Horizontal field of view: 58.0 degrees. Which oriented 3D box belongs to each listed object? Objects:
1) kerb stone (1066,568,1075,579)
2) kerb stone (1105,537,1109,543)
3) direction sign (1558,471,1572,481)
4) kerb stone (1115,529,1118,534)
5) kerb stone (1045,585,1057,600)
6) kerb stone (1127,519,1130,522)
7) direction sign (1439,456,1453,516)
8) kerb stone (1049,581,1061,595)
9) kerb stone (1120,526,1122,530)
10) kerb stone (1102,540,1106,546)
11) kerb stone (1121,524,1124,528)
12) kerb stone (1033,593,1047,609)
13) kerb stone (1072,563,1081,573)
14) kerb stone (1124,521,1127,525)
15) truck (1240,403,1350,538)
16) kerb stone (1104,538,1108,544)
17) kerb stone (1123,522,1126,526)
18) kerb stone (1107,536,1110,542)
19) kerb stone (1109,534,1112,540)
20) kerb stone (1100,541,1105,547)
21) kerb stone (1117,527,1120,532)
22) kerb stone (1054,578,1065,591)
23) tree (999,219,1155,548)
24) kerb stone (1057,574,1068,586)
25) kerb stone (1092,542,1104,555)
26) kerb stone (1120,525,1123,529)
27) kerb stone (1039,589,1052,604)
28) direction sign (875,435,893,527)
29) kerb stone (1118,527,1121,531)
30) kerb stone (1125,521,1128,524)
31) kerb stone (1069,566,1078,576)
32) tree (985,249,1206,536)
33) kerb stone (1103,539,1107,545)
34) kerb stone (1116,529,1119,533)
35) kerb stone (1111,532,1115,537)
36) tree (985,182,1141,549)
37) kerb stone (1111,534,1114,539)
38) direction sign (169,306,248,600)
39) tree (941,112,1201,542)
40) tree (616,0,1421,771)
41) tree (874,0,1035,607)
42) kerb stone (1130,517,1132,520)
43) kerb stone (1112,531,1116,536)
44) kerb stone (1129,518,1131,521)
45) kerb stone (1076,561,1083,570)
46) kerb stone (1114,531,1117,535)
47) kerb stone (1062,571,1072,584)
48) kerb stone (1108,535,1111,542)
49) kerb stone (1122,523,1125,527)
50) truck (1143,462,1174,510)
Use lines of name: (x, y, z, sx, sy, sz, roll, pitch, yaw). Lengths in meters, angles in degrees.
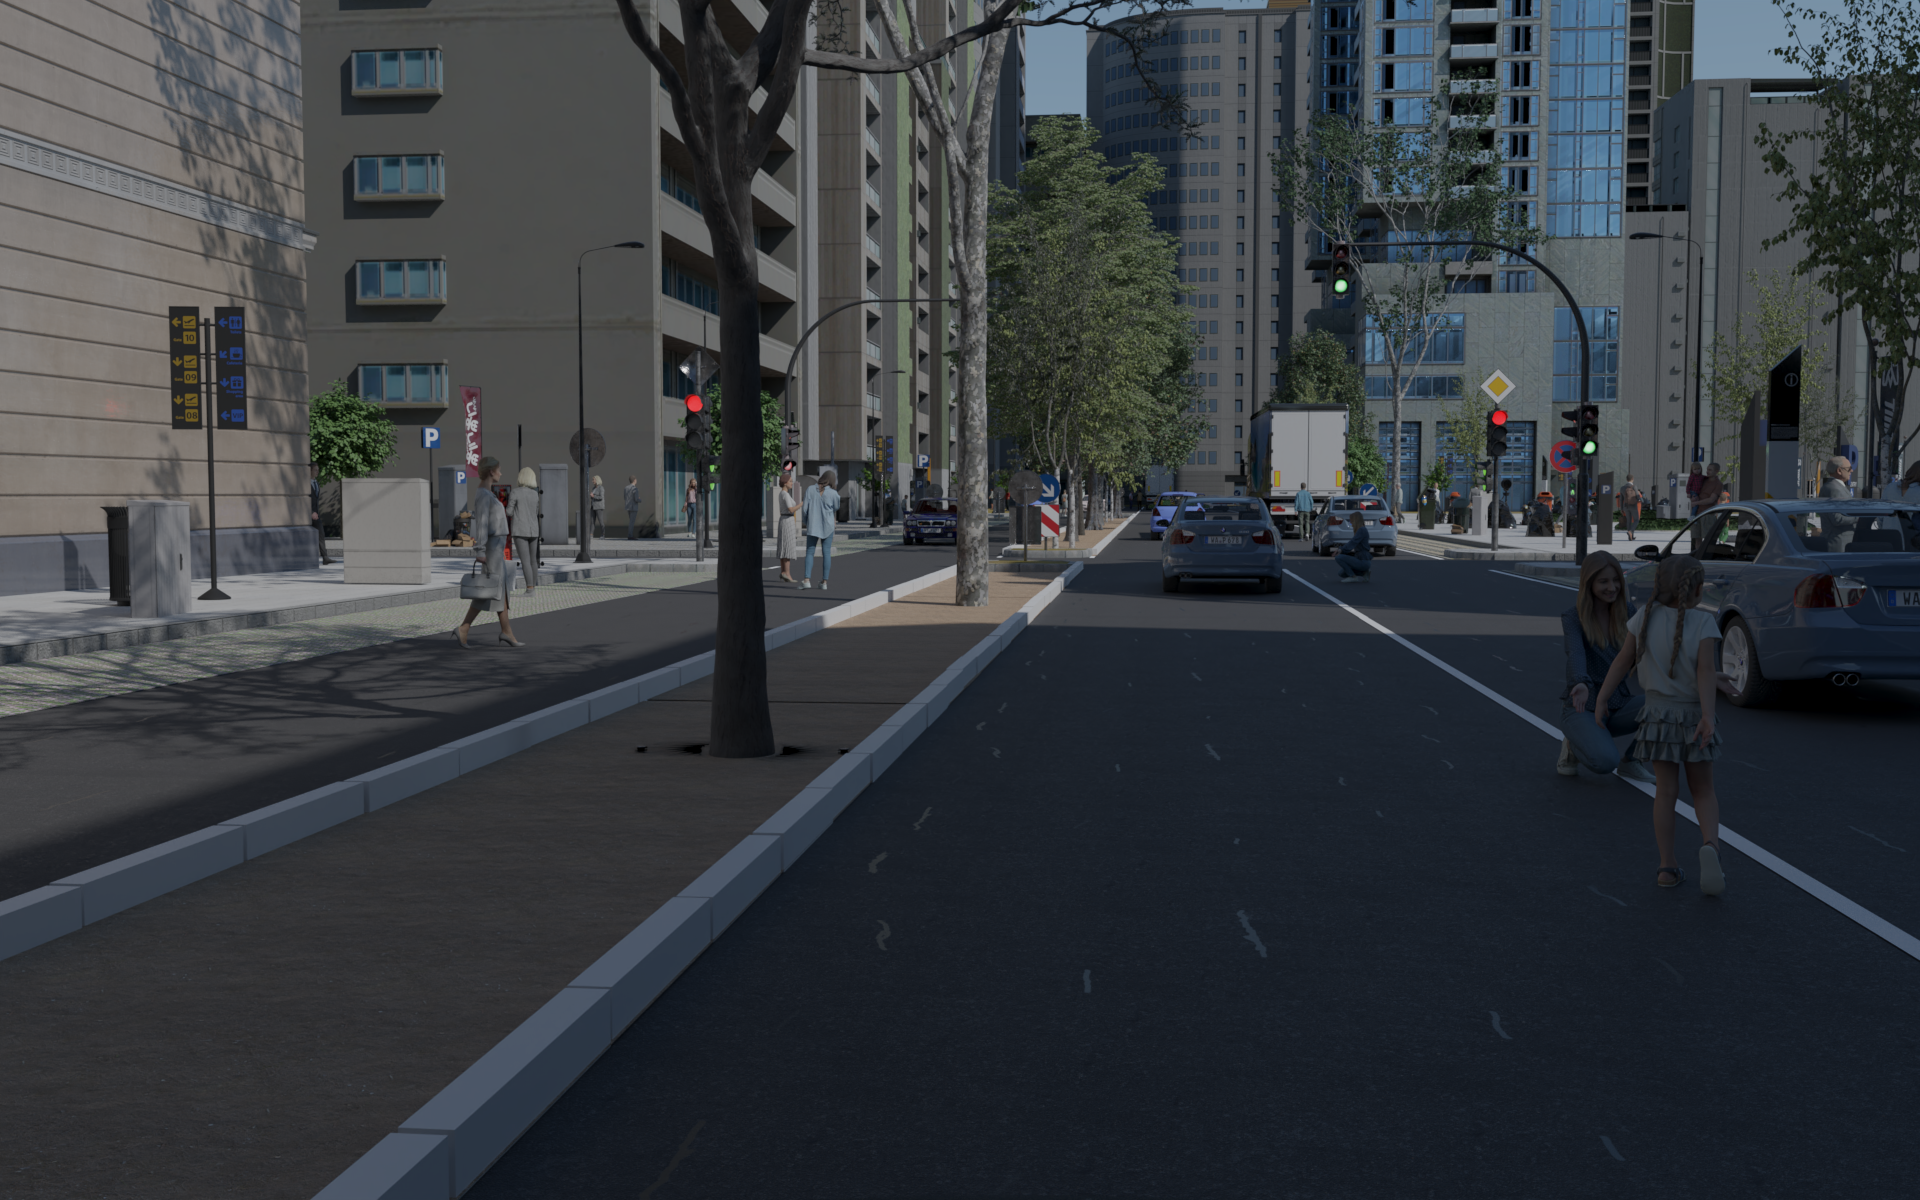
kerb stone: (1.757, -0.383, 28.452, 0.120, 0.150, 1.000, 0, 4, 6)
kerb stone: (4.019, -1.592, 48.271, 0.120, 0.150, 1.000, 0, 4, 6)
direction sign: (37.557, -7.066, 107.524, 0.876, 3.537, 0.379, 0, 4, -2)
kerb stone: (5.175, -2.217, 58.451, 0.120, 0.150, 1.000, 0, 4, 6)
kerb stone: (1.189, -0.071, 23.354, 0.120, 0.150, 1.000, 0, 4, 6)
kerb stone: (7.840, -3.648, 81.872, 0.120, 0.150, 1.000, 0, 4, 6)
direction sign: (28.825, -6.782, 102.890, 0.876, 3.537, 0.379, 0, 4, -2)
kerb stone: (1.304, -0.132, 24.375, 0.120, 0.150, 1.000, 0, 4, 6)
kerb stone: (5.870, -2.584, 64.570, 0.120, 0.150, 1.000, 0, 4, 6)
kerb stone: (3.669, -1.408, 45.214, 0.120, 0.150, 1.000, 0, 4, 6)
kerb stone: (6.226, -2.777, 67.625, 0.120, 0.150, 1.000, 0, 4, 6)
kerb stone: (0.945, 0.054, 21.318, 0.120, 0.150, 1.000, 0, 4, 6)
kerb stone: (1.995, -0.507, 30.486, 0.120, 0.150, 1.000, 0, 4, 6)
kerb stone: (7.027, -3.214, 74.749, 0.120, 0.150, 1.000, 0, 4, 6)
truck: (11.306, -4.299, 59.206, 2.839, 4.237, 11.283, 0, 4, 5)
kerb stone: (3.905, -1.531, 47.247, 0.120, 0.150, 1.000, 0, 4, 6)
kerb stone: (6.681, -3.022, 71.693, 0.120, 0.150, 1.000, 0, 4, 6)
kerb stone: (4.135, -1.657, 49.286, 0.120, 0.150, 1.000, 0, 4, 6)
kerb stone: (4.367, -1.782, 51.336, 0.120, 0.150, 1.000, 0, 4, 6)
kerb stone: (3.548, -1.344, 44.188, 0.120, 0.150, 1.000, 0, 4, 6)
kerb stone: (5.522, -2.405, 61.518, 0.120, 0.150, 1.000, 0, 4, 6)
kerb stone: (1.421, -0.193, 25.391, 0.120, 0.150, 1.000, 0, 4, 6)
tree: (2.982, -5.661, 45.383, 4.737, 8.622, 4.395, 0, 3, 0)
kerb stone: (1.523, -0.258, 26.410, 0.120, 0.150, 1.000, 0, 4, 6)
kerb stone: (3.440, -1.282, 43.163, 0.120, 0.150, 1.000, 0, 4, 6)
kerb stone: (5.988, -2.652, 65.588, 0.120, 0.150, 1.000, 0, 4, 6)
kerb stone: (1.067, -0.009, 22.340, 0.120, 0.150, 1.000, 0, 4, 6)
direction sign: (-2.928, -4.595, 67.127, 0.876, 3.537, 0.379, -3, 5, -43)
kerb stone: (5.637, -2.467, 62.534, 0.120, 0.150, 1.000, 0, 4, 6)
kerb stone: (7.151, -3.276, 75.766, 0.120, 0.150, 1.000, 0, 4, 6)
kerb stone: (1.876, -0.441, 29.468, 0.120, 0.150, 1.000, 0, 4, 6)
tree: (4.232, -7.508, 59.619, 8.767, 10.594, 7.601, 0, 4, 6)
kerb stone: (3.782, -1.470, 46.230, 0.120, 0.150, 1.000, 0, 4, 6)
kerb stone: (5.299, -2.280, 59.471, 0.120, 0.150, 1.000, 0, 4, 6)
kerb stone: (4.709, -1.966, 54.385, 0.120, 0.150, 1.000, 0, 4, 6)
tree: (2.254, -5.381, 40.796, 4.360, 8.622, 3.978, 0, 3, 0)
kerb stone: (4.492, -1.844, 52.351, 0.120, 0.150, 1.000, 0, 4, 6)
direction sign: (-9.081, -1.773, 20.986, 0.876, 3.537, 0.379, 0, 4, -5)
tree: (3.302, -8.037, 51.986, 7.486, 12.596, 7.792, 0, 3, 0)
tree: (-1.181, -5.878, 8.940, 12.009, 13.543, 11.850, 0, 3, 0)
tree: (-0.956, -10.039, 22.481, 12.611, 20.169, 13.585, 0, 3, 0)
kerb stone: (8.424, -3.961, 86.957, 0.120, 0.150, 1.000, 0, 4, 6)
kerb stone: (4.826, -2.028, 55.404, 0.120, 0.150, 1.000, 0, 4, 6)
kerb stone: (8.080, -3.771, 83.908, 0.120, 0.150, 1.000, 0, 4, 6)
kerb stone: (2.114, -0.569, 31.504, 0.120, 0.150, 1.000, 0, 4, 6)
kerb stone: (4.947, -2.093, 56.419, 0.120, 0.150, 1.000, 0, 4, 6)
kerb stone: (1.652, -0.320, 27.428, 0.120, 0.150, 1.000, 0, 4, 6)
kerb stone: (4.253, -1.720, 50.310, 0.120, 0.150, 1.000, 0, 4, 6)
kerb stone: (6.457, -2.903, 69.656, 0.120, 0.150, 1.000, 0, 4, 6)
truck: (18.166, -10.352, 158.175, 2.839, 4.237, 11.283, 0, 4, 6)
